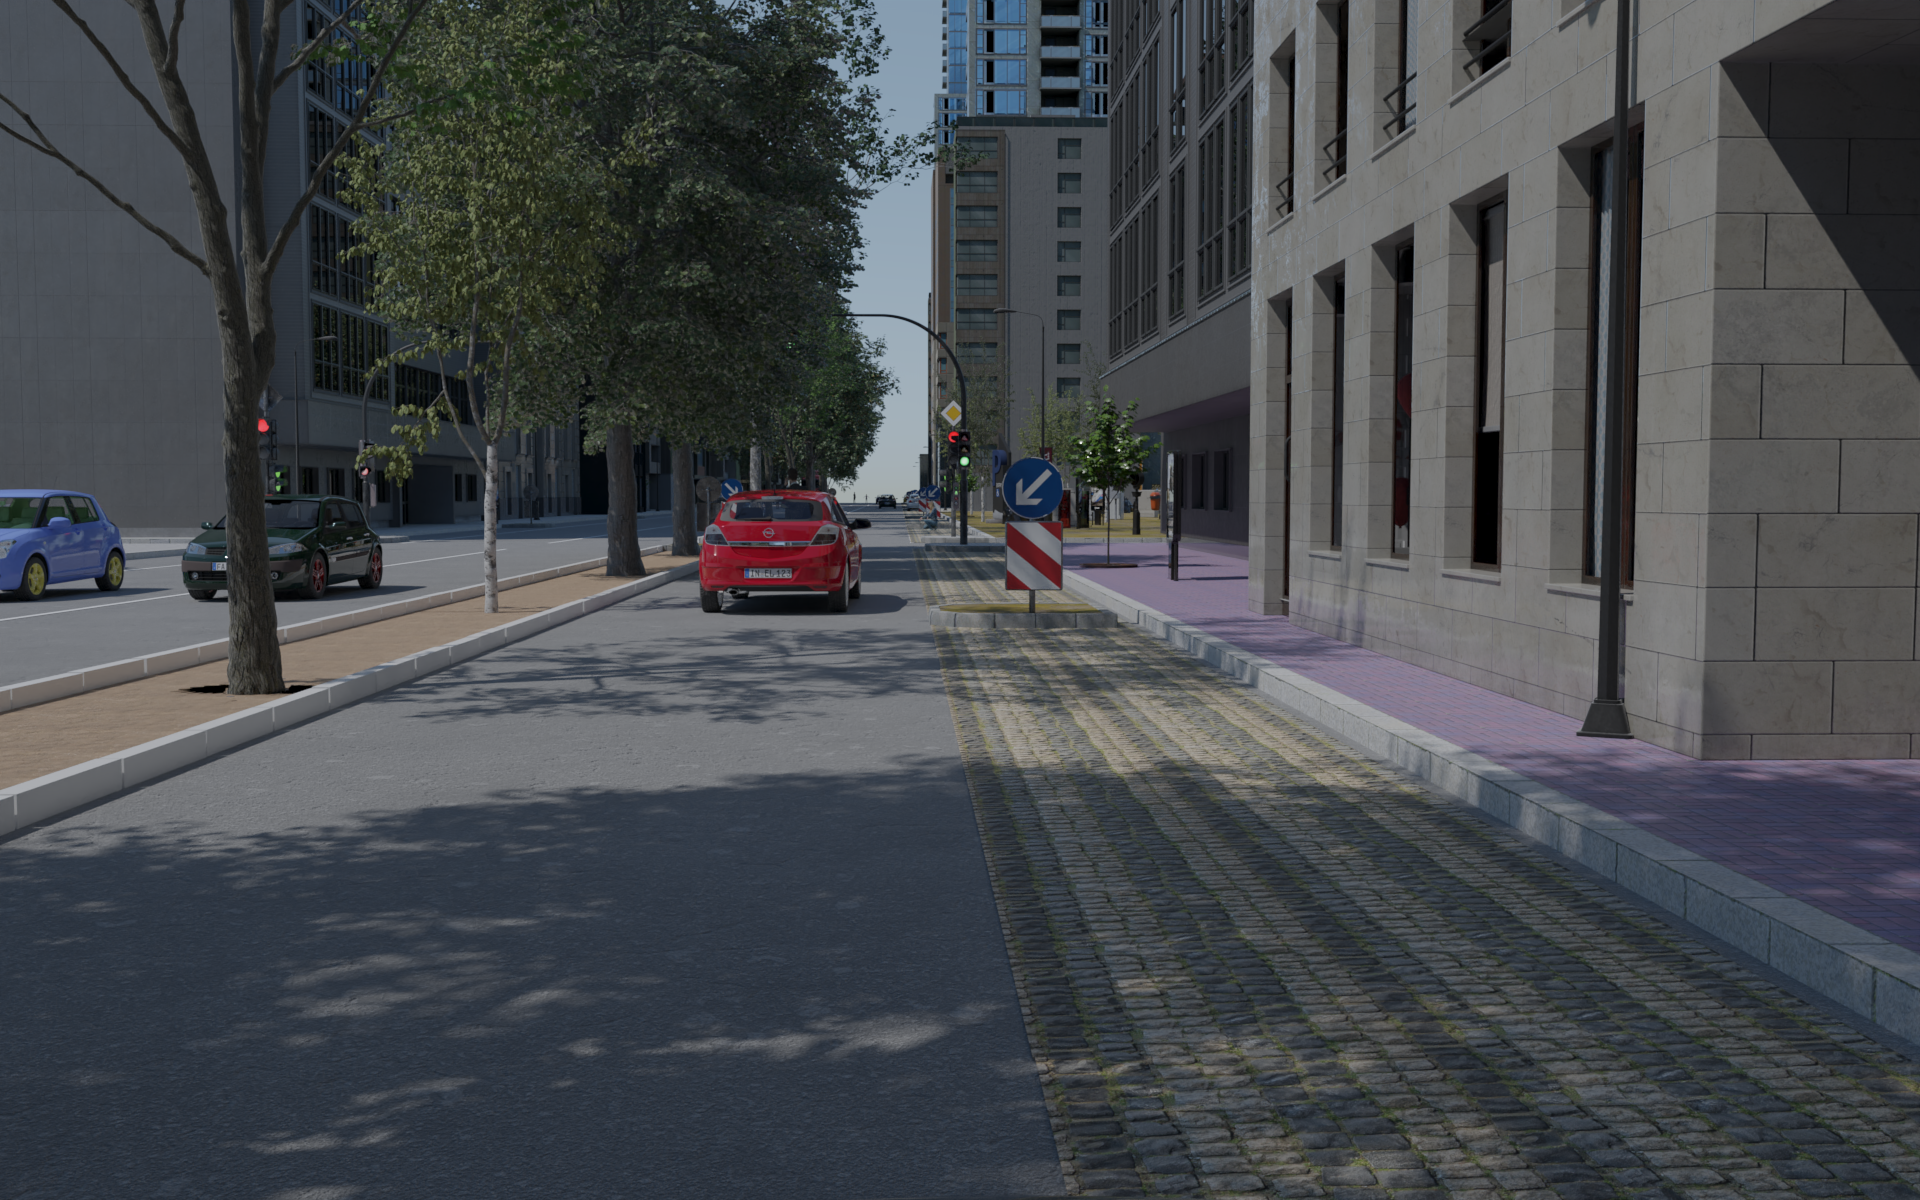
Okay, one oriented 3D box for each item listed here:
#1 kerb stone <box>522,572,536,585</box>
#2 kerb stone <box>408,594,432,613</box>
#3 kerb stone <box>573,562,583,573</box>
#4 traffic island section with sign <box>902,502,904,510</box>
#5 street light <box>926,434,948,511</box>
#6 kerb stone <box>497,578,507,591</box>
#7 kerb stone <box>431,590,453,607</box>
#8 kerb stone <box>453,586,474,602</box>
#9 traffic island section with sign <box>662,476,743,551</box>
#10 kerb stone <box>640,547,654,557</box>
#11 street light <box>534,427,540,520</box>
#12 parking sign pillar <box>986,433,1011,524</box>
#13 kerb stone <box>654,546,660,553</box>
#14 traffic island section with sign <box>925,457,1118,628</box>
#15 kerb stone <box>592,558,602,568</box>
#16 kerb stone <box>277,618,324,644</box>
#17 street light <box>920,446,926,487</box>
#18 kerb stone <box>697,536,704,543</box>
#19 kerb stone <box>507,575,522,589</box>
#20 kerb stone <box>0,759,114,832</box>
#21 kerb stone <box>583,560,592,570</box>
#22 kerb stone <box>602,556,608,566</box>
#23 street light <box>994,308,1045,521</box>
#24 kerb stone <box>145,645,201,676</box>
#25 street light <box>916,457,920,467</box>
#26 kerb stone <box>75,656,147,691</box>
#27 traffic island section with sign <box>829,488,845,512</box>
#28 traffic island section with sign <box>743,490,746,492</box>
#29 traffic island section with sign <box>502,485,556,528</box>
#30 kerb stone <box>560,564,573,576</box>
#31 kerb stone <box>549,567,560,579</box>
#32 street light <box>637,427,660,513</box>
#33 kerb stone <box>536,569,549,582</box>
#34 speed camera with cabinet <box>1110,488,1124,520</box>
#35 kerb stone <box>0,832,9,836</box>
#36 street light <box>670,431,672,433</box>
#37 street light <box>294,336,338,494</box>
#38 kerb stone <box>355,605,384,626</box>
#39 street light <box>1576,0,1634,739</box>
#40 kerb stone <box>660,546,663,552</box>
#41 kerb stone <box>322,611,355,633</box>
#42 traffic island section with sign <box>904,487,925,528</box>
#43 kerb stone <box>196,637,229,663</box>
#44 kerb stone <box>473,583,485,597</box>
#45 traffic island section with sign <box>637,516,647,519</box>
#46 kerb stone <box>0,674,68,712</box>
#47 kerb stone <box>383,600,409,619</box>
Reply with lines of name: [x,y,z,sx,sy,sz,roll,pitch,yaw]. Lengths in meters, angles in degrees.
kerb stone: [-6.898,-0.314,27.328,0.120,0.150,1.000,0,4,-2]
kerb stone: [-6.683,0.067,21.185,0.120,0.150,1.000,0,4,-2]
kerb stone: [-7.043,-0.564,31.418,0.120,0.150,1.000,0,4,-2]
traffic island section with sign: [-2.226,-5.628,100.641,1.989,1.847,2.006,0,4,-2]
street light: [-1.678,-9.907,134.519,1.470,5.913,1.316,0,4,-2]
kerb stone: [-6.821,-0.189,25.278,0.120,0.150,1.000,0,4,-2]
kerb stone: [-6.718,0.000,22.206,0.120,0.150,1.000,0,4,-2]
kerb stone: [-6.744,-0.061,23.235,0.120,0.150,1.000,0,4,-2]
traffic island section with sign: [-6.454,-2.194,44.013,2.006,1.907,1.989,0,4,-2]
kerb stone: [-7.372,-1.124,40.642,0.120,0.150,1.000,0,4,-2]
street light: [-20.263,-6.876,84.968,1.470,5.913,1.316,0,4,-2]
parking sign pillar: [1.844,-5.350,75.946,1.447,3.967,1.447,-1,4,-18]
kerb stone: [-7.412,-1.191,41.663,0.120,0.150,1.000,0,4,-2]
traffic island section with sign: [0.650,-0.653,19.304,1.989,1.847,2.006,0,4,-2]
kerb stone: [-7.119,-0.689,33.466,0.120,0.150,1.000,0,4,-2]
kerb stone: [-6.528,0.318,17.094,0.120,0.150,1.000,0,4,-2]
street light: [-2.898,-12.012,168.932,1.470,5.913,1.316,0,4,-2]
kerb stone: [-7.786,-1.850,52.539,0.120,0.150,1.000,0,4,-2]
kerb stone: [-6.866,-0.251,26.300,0.120,0.150,1.000,0,4,-2]
kerb stone: [-4.109,0.874,7.901,0.120,0.150,1.000,0,4,-2]
kerb stone: [-7.081,-0.627,32.440,0.120,0.150,1.000,0,4,-2]
kerb stone: [-7.148,-0.753,34.499,0.120,0.150,1.000,0,4,-2]
street light: [1.542,-4.340,43.494,1.470,5.913,1.316,0,4,-2]
kerb stone: [-6.427,0.500,14.023,0.120,0.150,1.000,0,4,-2]
street light: [-4.095,-14.107,203.190,1.470,5.913,1.316,0,4,-2]
kerb stone: [-6.396,0.565,12.989,0.120,0.150,1.000,0,4,-2]
traffic island section with sign: [-9.374,-7.240,126.507,2.006,1.907,1.989,0,4,-2]
traffic island section with sign: [-22.107,-10.378,178.312,1.989,1.847,2.006,0,4,-2]
traffic island section with sign: [-18.407,-4.006,74.124,1.989,1.847,2.006,0,4,-2]
kerb stone: [-6.999,-0.501,30.393,0.120,0.150,1.000,0,4,-2]
kerb stone: [-6.978,-0.437,29.371,0.120,0.150,1.000,0,4,-2]
street light: [-21.468,-8.949,118.855,1.470,5.913,1.316,0,4,-2]
kerb stone: [-6.932,-0.376,28.349,0.120,0.150,1.000,0,4,-2]
speed camera with cabinet: [7.763,-5.648,86.682,0.660,3.252,2.038,1,4,15]
kerb stone: [-4.069,0.937,6.874,0.120,0.150,1.000,0,4,-2]
street light: [-21.760,-9.483,127.590,1.470,5.913,1.316,0,4,-2]
street light: [-18.998,-4.804,51.083,1.470,5.913,1.316,0,4,-2]
kerb stone: [-6.608,0.188,19.141,0.120,0.150,1.000,0,4,-2]
street light: [2.907,-2.232,9.037,1.470,5.913,1.316,0,4,-2]
kerb stone: [-7.434,-1.253,42.685,0.120,0.150,1.000,0,4,-2]
kerb stone: [-6.571,0.249,18.120,0.120,0.150,1.000,0,4,-2]
traffic island section with sign: [-1.268,-3.980,73.703,1.989,1.847,2.006,0,4,-2]
kerb stone: [-6.465,0.437,15.044,0.120,0.150,1.000,0,4,-2]
kerb stone: [-6.791,-0.123,24.256,0.120,0.150,1.000,0,4,-2]
traffic island section with sign: [-19.371,-5.662,101.205,1.989,1.847,2.006,0,4,-2]
kerb stone: [-6.352,0.632,11.960,0.120,0.150,1.000,0,4,-2]
kerb stone: [-6.646,0.125,20.163,0.120,0.150,1.000,0,4,-2]
